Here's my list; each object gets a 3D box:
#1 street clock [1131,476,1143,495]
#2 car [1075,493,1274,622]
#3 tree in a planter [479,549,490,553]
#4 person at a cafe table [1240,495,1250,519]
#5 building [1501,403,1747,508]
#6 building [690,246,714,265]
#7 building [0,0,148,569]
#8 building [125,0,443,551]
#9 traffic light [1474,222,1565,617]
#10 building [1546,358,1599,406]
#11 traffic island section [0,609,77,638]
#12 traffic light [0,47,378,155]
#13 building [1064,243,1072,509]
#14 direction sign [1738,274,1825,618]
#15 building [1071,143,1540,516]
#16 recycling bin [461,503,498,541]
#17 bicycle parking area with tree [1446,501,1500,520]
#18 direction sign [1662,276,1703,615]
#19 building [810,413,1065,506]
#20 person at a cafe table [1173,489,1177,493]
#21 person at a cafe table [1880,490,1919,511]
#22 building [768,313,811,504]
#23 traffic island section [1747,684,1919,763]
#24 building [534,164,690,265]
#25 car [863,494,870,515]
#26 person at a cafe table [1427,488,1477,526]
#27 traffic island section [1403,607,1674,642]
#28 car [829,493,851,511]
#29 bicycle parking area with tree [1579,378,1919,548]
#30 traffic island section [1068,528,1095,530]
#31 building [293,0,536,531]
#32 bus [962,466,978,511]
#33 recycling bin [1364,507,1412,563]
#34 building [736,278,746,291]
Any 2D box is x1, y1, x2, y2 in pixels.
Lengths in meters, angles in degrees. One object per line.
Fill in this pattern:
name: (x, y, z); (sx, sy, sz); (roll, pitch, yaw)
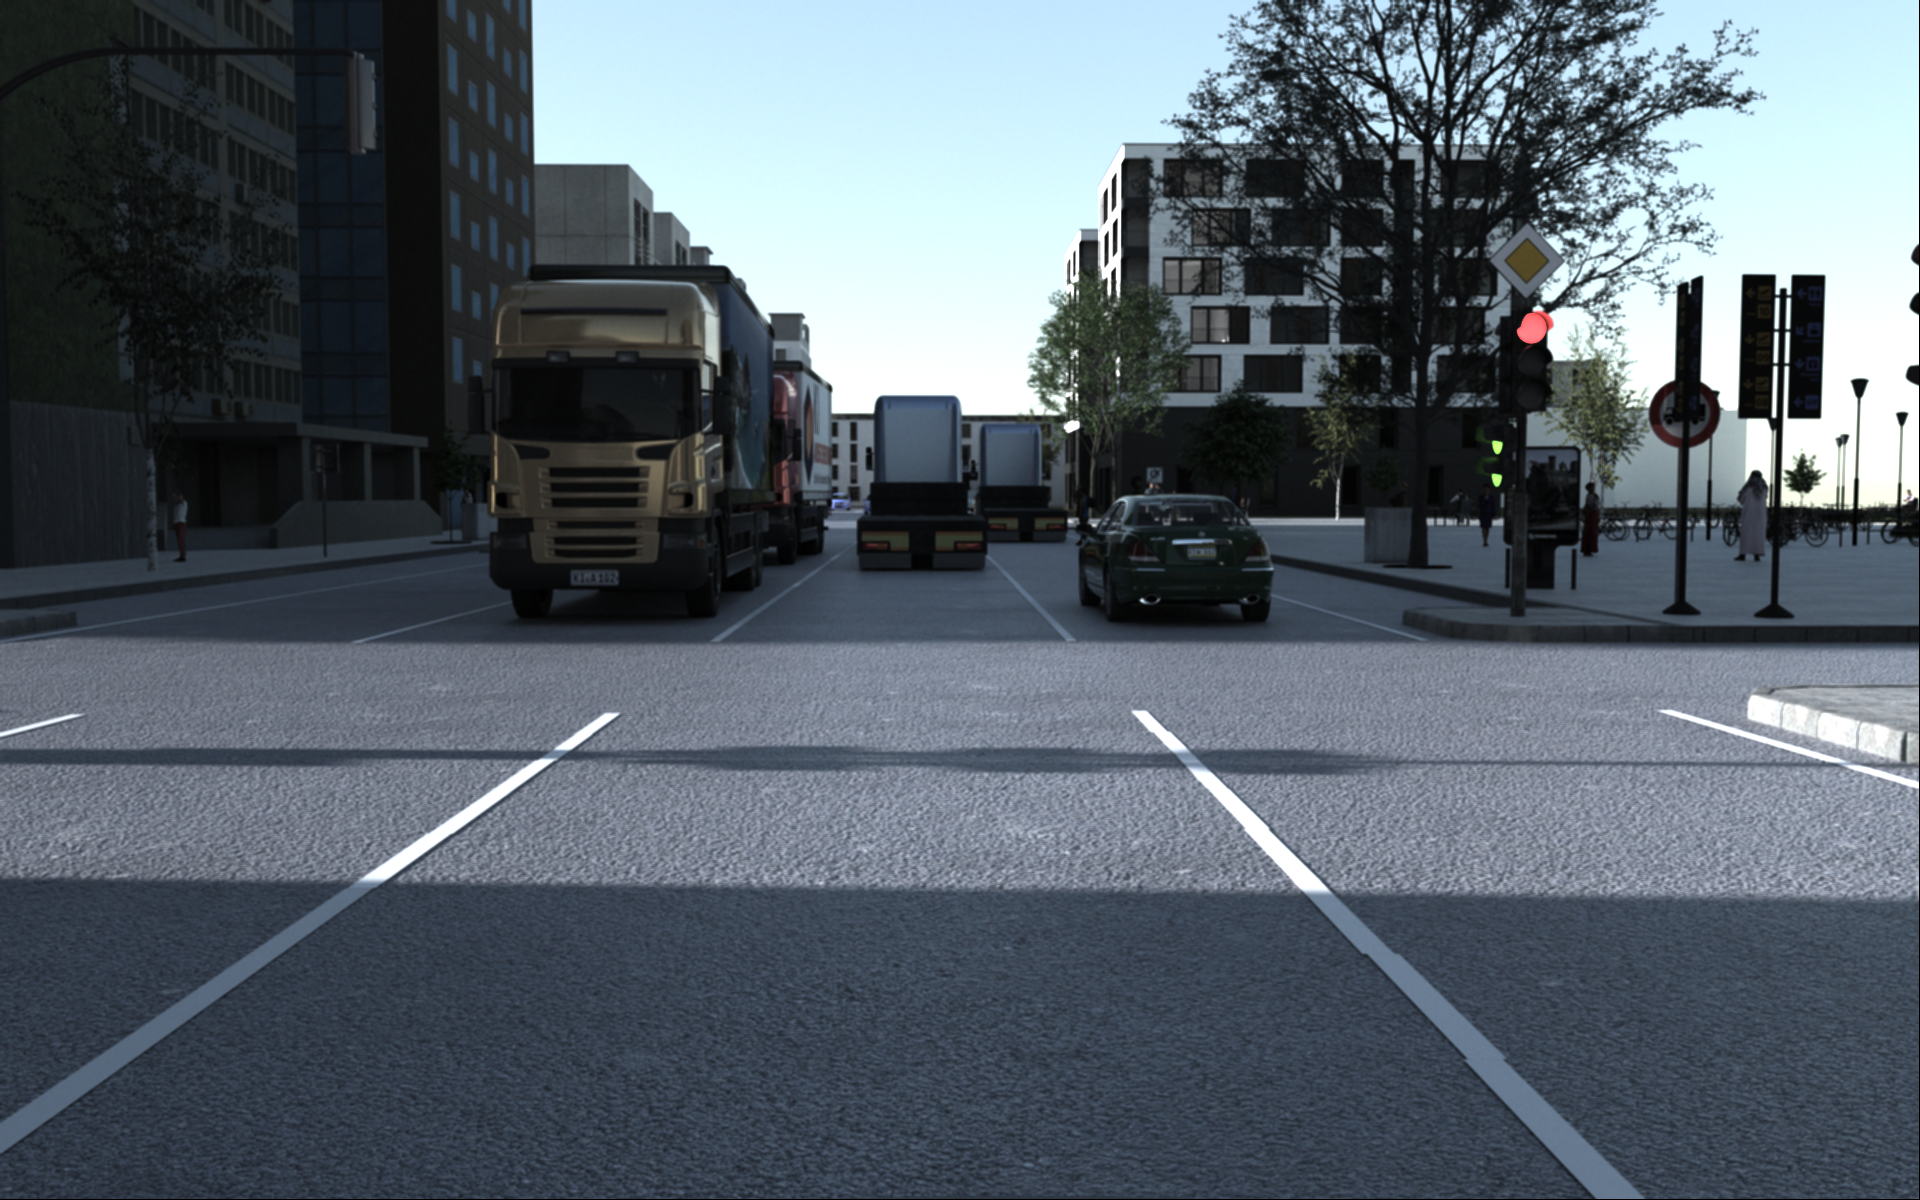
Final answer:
street clock: (6.989, -3.913, 68.549); (0.471, 2.002, 0.358); (-3, 5, -44)
car: (2.512, -0.556, 20.884); (2.131, 1.459, 4.920); (0, 4, -2)
tree in a planter: (-10.730, -2.802, 43.038); (1.991, 3.239, 1.994); (0, 4, -1)
person at a cafe table: (13.922, -4.753, 88.571); (1.726, 1.238, 1.698); (0, 4, 2)
building: (60.205, -13.543, 163.576); (28.070, 9.664, 9.099); (0, 4, -1)
building: (-25.742, -16.741, 130.129); (16.016, 20.091, 11.380); (0, 4, -1)
building: (-23.196, -20.980, 26.623); (14.154, 41.232, 14.086); (0, 4, -1)
building: (-32.192, -21.650, 45.859); (32.217, 40.220, 23.993); (0, 4, -1)
traffic light: (5.836, -1.782, 18.063); (0.839, 4.253, 0.868); (0, 4, -1)
building: (50.931, -19.757, 189.479); (31.486, 18.905, 16.747); (0, 4, -1)
traffic island section: (-10.562, 0.270, 17.861); (2.009, 0.180, 2.903); (0, 4, -1)
traffic light: (-8.432, -2.638, 17.803); (4.771, 5.953, 1.251); (0, 4, -1)
building: (22.823, -18.739, 150.362); (27.936, 21.610, 32.646); (0, 4, -1)
direction sign: (8.492, -1.588, 17.960); (0.876, 3.537, 0.379); (0, 4, -4)
building: (23.088, -16.746, 117.775); (27.936, 21.610, 32.646); (0, 4, -1)
recycling bin: (-13.386, -2.185, 48.274); (0.722, 1.027, 0.722); (3, 4, 37)
bicycle parking area with tree: (29.167, -5.978, 84.743); (9.016, 4.147, 8.231); (-1, 4, -9)
direction sign: (7.736, -1.619, 18.462); (0.379, 3.537, 0.876); (0, 4, 8)
building: (-2.188, -14.850, 184.943); (28.070, 9.664, 9.099); (0, 4, -1)
person at a cafe table: (9.872, -4.309, 78.973); (1.698, 1.524, 1.622); (1, 4, 15)
person at a cafe table: (51.021, -5.204, 93.607); (1.622, 1.524, 1.698); (-1, 4, -21)
building: (-22.186, -20.242, 187.383); (11.380, 20.091, 16.016); (0, 4, -1)
traffic island section: (6.034, 0.739, 10.195); (2.009, 0.180, 2.903); (0, 4, -1)
building: (-26.410, -14.819, 108.756); (16.747, 18.905, 31.486); (0, 4, -1)
car: (-5.850, -6.848, 121.557); (1.945, 1.707, 3.694); (0, 4, -2)
person at a cafe table: (19.924, -3.735, 69.582); (1.698, 1.524, 1.622); (-1, 4, -15)
traffic island section: (5.877, 0.251, 18.178); (2.009, 0.180, 2.903); (0, 4, -1)
car: (-10.359, -8.548, 149.350); (1.945, 1.707, 3.694); (0, 4, 0)
bicycle parking area with tree: (21.422, -3.583, 45.583); (9.016, 4.147, 8.231); (0, 4, -4)
traffic island section: (4.840, -2.904, 70.350); (1.991, 0.108, 1.994); (0, 4, -1)
building: (-24.605, -25.370, 64.917); (14.600, 45.320, 14.200); (0, 4, -1)
bus: (0.844, -7.750, 121.579); (2.948, 3.499, 13.247); (0, 4, -2)
recycling bin: (8.028, -1.218, 32.471); (0.722, 1.027, 0.722); (0, 4, -3)
building: (-24.480, -18.452, 158.108); (11.380, 20.091, 16.016); (0, 4, -1)
